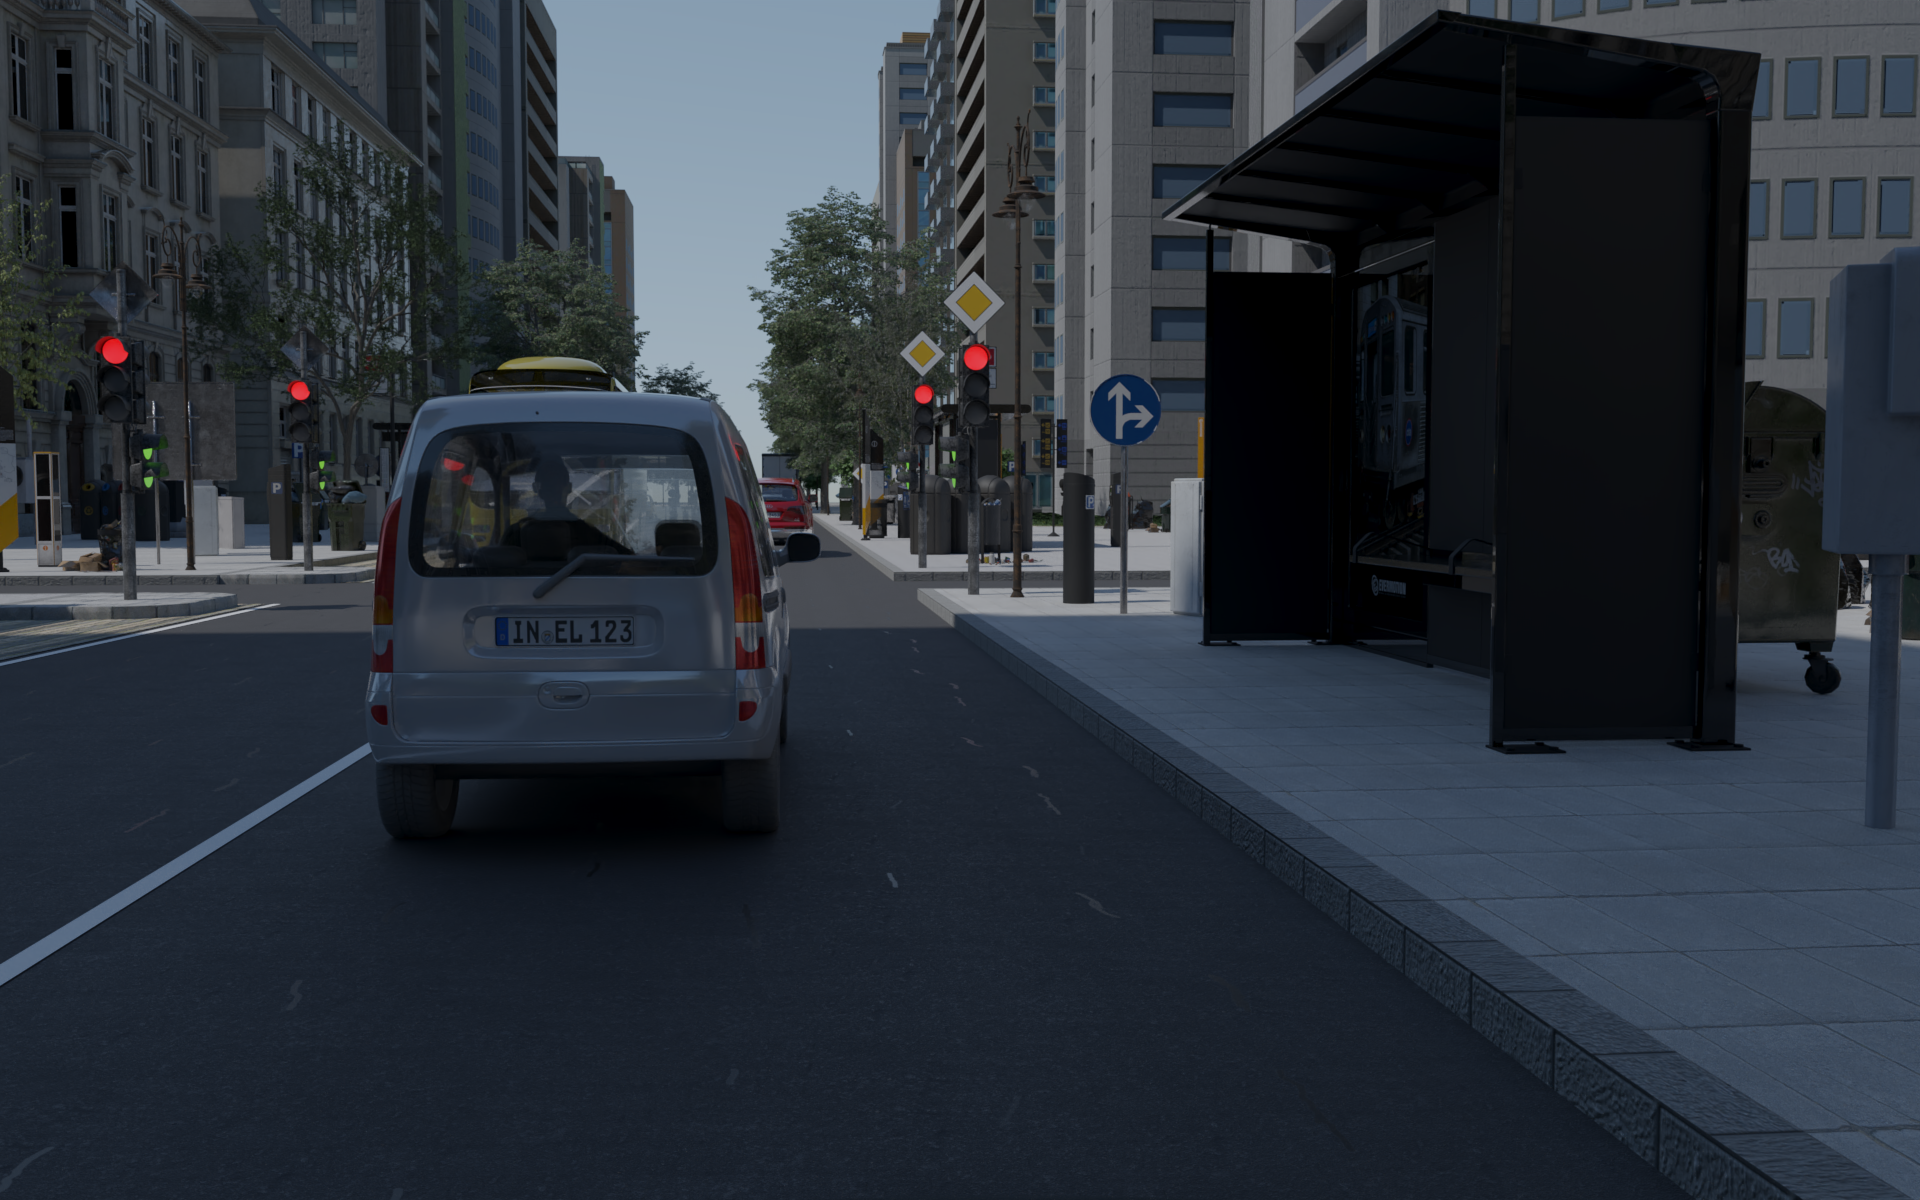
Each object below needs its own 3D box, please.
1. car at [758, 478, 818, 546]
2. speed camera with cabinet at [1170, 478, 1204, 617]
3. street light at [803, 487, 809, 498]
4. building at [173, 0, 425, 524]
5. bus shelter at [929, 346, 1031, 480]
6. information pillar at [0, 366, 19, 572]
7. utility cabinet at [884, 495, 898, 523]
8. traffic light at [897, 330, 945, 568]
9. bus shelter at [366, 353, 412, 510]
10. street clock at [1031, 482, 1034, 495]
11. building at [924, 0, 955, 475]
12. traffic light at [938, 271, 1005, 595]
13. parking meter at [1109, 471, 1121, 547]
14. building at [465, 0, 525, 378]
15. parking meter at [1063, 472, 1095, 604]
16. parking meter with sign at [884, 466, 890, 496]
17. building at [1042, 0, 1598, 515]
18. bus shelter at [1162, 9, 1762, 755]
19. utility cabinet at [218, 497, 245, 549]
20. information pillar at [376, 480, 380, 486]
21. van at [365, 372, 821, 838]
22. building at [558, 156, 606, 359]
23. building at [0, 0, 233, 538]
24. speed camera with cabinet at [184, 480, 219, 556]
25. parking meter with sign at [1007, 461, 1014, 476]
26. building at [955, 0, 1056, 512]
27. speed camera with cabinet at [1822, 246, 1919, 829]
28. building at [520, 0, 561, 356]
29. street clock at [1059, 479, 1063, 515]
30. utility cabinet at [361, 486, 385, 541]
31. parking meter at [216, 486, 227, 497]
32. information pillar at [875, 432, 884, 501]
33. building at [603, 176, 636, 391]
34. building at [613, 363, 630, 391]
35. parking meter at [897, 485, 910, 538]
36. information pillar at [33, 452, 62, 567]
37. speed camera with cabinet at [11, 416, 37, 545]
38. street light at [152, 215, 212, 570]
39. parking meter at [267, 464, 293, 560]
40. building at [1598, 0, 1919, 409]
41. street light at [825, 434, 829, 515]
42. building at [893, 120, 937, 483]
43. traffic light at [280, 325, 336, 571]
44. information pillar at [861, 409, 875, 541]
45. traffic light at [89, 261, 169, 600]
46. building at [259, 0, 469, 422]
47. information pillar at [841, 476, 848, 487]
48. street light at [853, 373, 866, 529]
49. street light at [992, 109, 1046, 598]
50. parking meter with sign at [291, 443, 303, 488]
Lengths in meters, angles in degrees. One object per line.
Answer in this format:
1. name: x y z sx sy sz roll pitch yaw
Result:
1. car: -4.504 -1.983 41.093 2.281 1.827 5.304 0 4 -5
2. speed camera with cabinet: 3.275 -1.487 18.655 2.038 3.252 0.660 -2 4 -27
3. street light: -15.795 -12.702 180.465 0.468 5.910 1.993 0 4 -6
4. building: -37.917 -15.492 86.577 16.112 22.955 30.059 0 4 -6
5. bus shelter: 0.188 -4.092 44.540 2.179 5.291 8.768 0 4 -6
6. information pillar: -15.719 -2.260 28.314 0.504 3.616 0.183 -3 5 -42
7. utility cabinet: -2.908 -4.011 76.734 1.020 1.237 0.306 3 5 39
8. traffic light: -0.668 -2.507 29.914 0.839 4.253 0.868 0 4 -6
9. bus shelter: -16.295 -4.562 52.226 2.179 5.291 8.768 0 4 -6
10. street clock: 4.279 -6.145 105.045 0.358 2.002 0.471 1 4 21
11. building: 8.541 -32.806 155.987 23.786 49.044 30.456 0 4 -6
12. traffic light: 0.155 -2.021 21.971 0.839 4.253 0.868 0 4 -6
13. parking meter: 3.830 -2.217 41.954 0.399 1.863 0.255 -1 4 -10
14. building: -45.213 -35.853 128.196 21.231 58.520 28.212 0 4 -6
15. parking meter: 1.395 -0.729 20.328 0.372 1.533 0.369 0 3 0
16. parking meter with sign: -3.432 -5.102 79.682 0.543 3.016 1.738 0 4 3
17. building: 15.389 -33.341 87.117 21.231 58.520 28.212 0 4 -6
18. bus shelter: 2.859 -1.244 11.621 1.731 3.624 6.357 0 4 -6
19. utility cabinet: -17.201 -1.815 40.836 0.306 1.237 1.020 -3 5 -44
20. information pillar: -29.580 -5.133 88.423 0.304 2.012 0.304 2 4 23
21. van: -1.698 -0.099 8.638 2.013 2.044 4.112 0 4 -5
22. building: -49.352 -31.785 203.283 14.154 41.232 14.086 0 4 -6
23. building: -33.736 -14.369 54.020 14.460 24.649 34.723 0 4 -6
24. speed camera with cabinet: -16.027 -2.580 36.525 0.660 3.252 2.038 -2 4 -26
25. parking meter with sign: 2.291 -5.914 92.961 0.543 3.016 1.738 -2 4 -34
26. building: 11.292 -30.977 130.168 21.300 48.544 21.600 0 4 -6
27. speed camera with cabinet: 4.391 -0.741 6.457 2.038 3.252 0.660 1 4 20
28. building: -47.619 -32.394 153.343 21.300 48.544 21.600 0 4 -6
29. street clock: 4.932 -4.758 82.359 0.358 2.002 0.471 3 4 38
30. utility cabinet: -15.964 -2.325 46.698 1.173 1.500 0.318 3 4 36
31. parking meter: -24.402 -2.987 57.241 0.372 1.533 0.369 0 3 0
32. information pillar: -2.964 -4.290 61.492 0.504 3.616 0.183 -1 4 -19
33. building: -53.900 -36.502 246.911 14.600 45.320 14.200 0 4 -6
34. building: -57.982 -23.212 224.561 27.650 21.520 28.899 0 4 -6
35. parking meter: -1.628 -2.561 50.277 0.372 1.533 0.369 0 3 0
36. information pillar: -16.015 -1.586 30.423 0.304 2.012 0.304 0 4 -2
37. speed camera with cabinet: -24.302 -3.039 44.031 2.038 3.252 0.660 1 4 20
38. street light: -12.973 -3.440 29.029 0.468 5.910 1.993 0 4 -6
39. parking meter: -13.187 -1.704 33.579 0.399 1.863 0.255 0 4 6
40. building: 25.022 -31.237 52.724 28.212 58.520 21.231 0 4 -6
41. street light: -7.941 -8.036 104.174 0.468 5.910 1.993 0 4 -6
42. building: -0.223 -34.146 208.395 14.600 45.320 14.200 0 4 -6
43. traffic light: -10.873 -2.442 28.845 0.839 4.253 0.868 0 4 -6
44. information pillar: -2.592 -3.456 47.855 0.183 3.616 0.504 1 4 14
45. traffic light: -10.050 -1.956 20.902 0.839 4.253 0.868 0 4 -6
46. building: -38.971 -25.966 108.146 14.154 41.232 14.086 0 4 -6
47. information pillar: -6.046 -6.070 90.591 0.504 3.616 0.183 -3 5 -41
48. street light: -3.621 -5.496 62.645 0.468 5.910 1.993 0 4 -6
49. street light: 0.712 -2.970 21.348 0.468 5.910 1.993 0 4 -6
50. parking meter with sign: -22.101 -3.714 56.991 0.543 3.016 1.738 0 4 7
